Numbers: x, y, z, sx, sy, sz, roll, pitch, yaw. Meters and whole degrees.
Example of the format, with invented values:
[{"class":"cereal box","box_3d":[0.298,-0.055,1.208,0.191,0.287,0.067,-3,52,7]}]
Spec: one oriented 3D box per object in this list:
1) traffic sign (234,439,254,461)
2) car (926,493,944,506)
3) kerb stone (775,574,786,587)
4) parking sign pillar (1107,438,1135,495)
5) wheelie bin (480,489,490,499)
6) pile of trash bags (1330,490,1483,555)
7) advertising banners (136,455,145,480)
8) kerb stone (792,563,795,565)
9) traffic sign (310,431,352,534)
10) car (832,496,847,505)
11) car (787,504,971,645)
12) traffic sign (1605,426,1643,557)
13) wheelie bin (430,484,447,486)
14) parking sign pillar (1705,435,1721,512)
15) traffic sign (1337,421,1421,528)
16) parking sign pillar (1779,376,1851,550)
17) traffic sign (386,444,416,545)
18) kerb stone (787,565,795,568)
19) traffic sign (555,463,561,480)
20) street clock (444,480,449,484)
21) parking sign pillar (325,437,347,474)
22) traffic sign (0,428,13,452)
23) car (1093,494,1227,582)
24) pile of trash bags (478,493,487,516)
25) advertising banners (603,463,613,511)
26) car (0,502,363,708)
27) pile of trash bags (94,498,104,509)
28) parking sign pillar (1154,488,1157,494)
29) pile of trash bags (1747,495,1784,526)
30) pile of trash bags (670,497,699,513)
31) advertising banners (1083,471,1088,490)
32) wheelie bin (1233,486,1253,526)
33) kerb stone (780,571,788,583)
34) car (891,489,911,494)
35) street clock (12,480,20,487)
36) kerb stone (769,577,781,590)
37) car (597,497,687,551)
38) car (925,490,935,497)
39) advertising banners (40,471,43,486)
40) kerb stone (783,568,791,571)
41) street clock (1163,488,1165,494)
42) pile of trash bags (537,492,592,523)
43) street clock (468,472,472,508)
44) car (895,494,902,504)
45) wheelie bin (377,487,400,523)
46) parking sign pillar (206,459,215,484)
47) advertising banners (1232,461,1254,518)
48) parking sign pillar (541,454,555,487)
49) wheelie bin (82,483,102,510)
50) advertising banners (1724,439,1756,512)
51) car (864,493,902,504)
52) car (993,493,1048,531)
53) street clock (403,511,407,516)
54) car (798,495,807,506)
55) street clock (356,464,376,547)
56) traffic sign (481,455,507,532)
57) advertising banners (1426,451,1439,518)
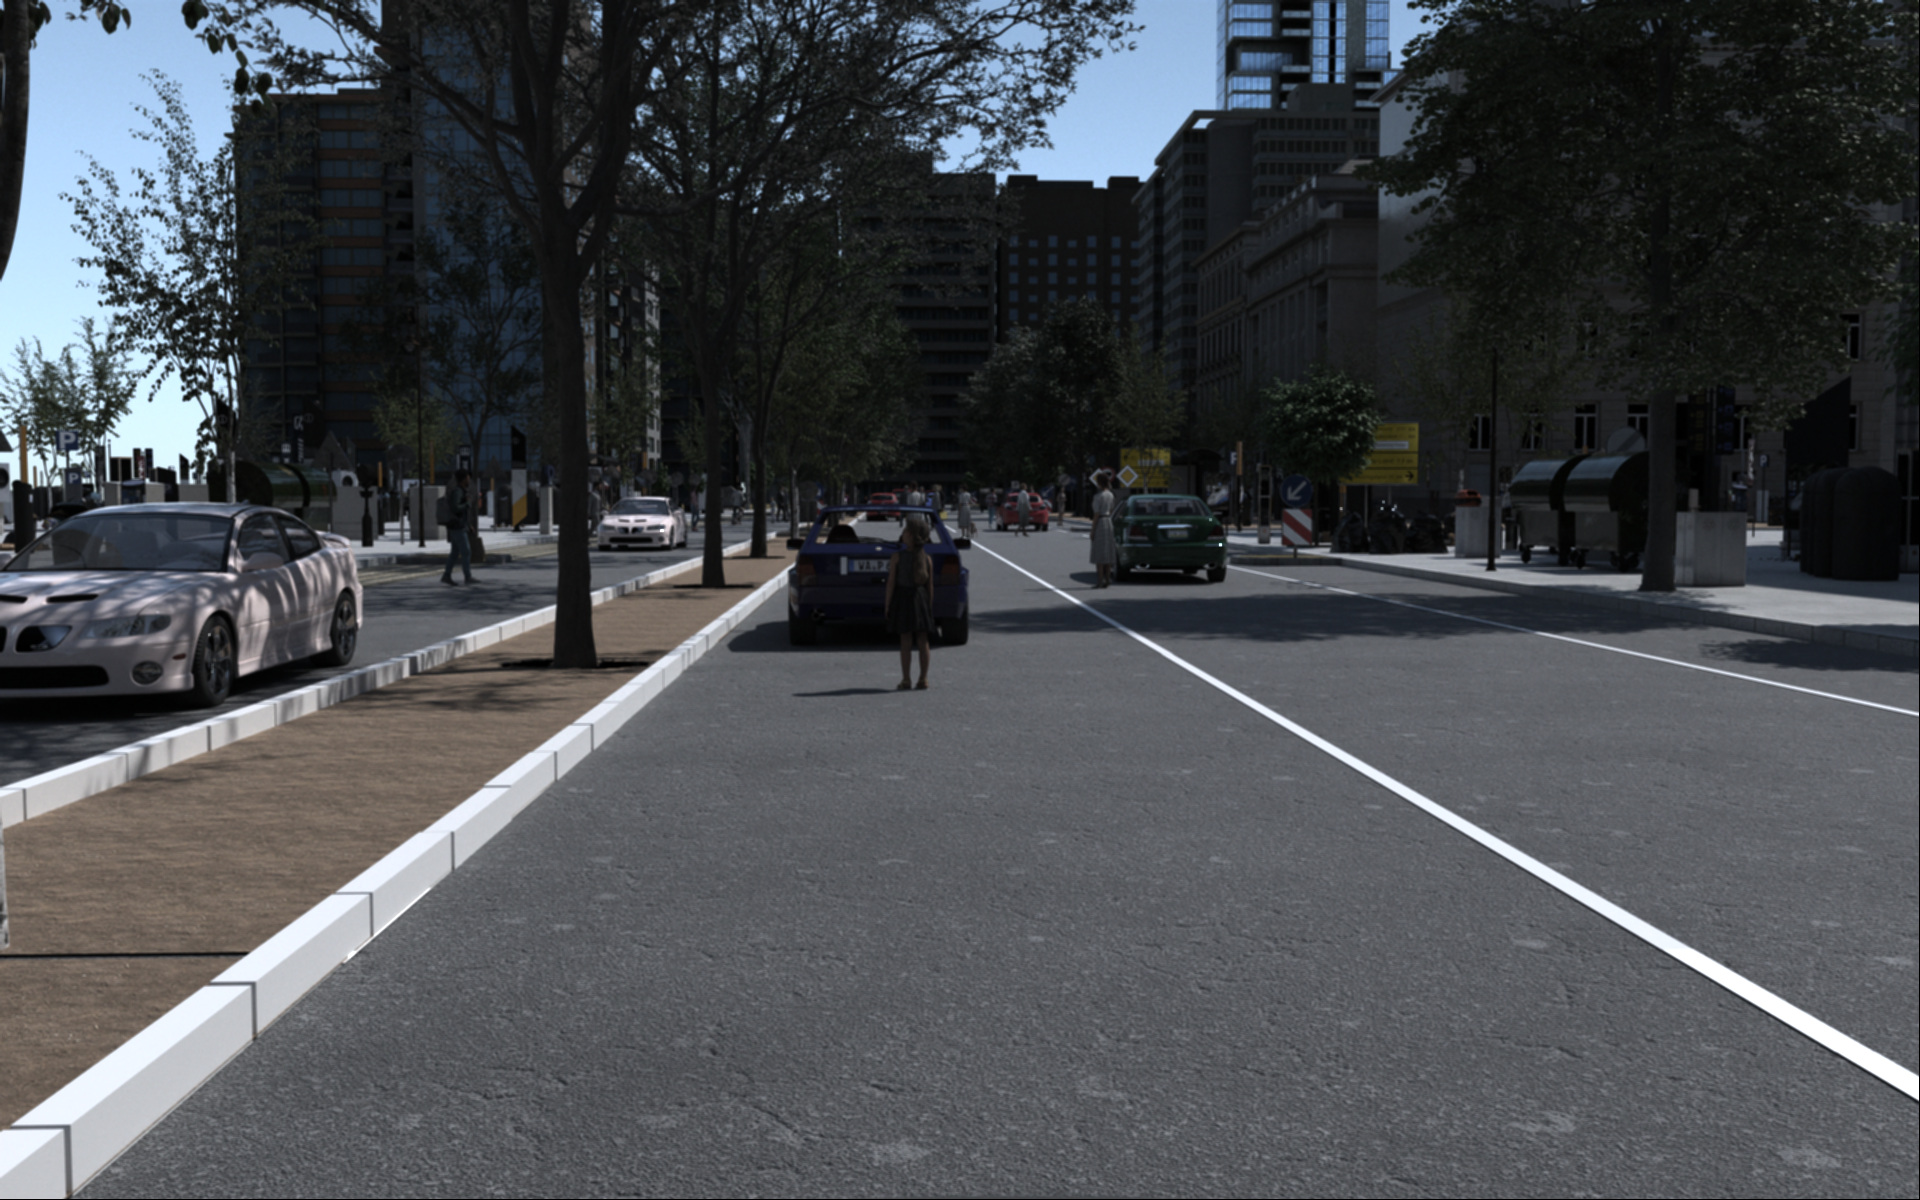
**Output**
[{"class":"traffic sign","box_3d":[-16.825,-2.481,40.560,0.884,2.594,0.081,0,4,3]},{"class":"car","box_3d":[-2.294,-8.812,153.660,1.945,1.707,3.694,0,4,-3]},{"class":"kerb stone","box_3d":[-2.797,-0.265,26.549,0.120,0.150,1.000,0,4,-2]},{"class":"parking sign pillar","box_3d":[7.814,-5.850,84.119,1.447,3.967,1.447,2,4,30]},{"class":"wheelie bin","box_3d":[-31.184,-6.472,113.728,0.980,1.594,0.693,0,4,2]},{"class":"pile of trash bags","box_3d":[9.948,-1.722,37.914,3.447,1.369,1.912,-1,4,-23]},{"class":"advertising banners","box_3d":[-37.044,-5.100,79.569,0.090,3.025,2.074,1,4,17]},{"class":"kerb stone","box_3d":[-2.977,-0.513,30.642,0.120,0.150,1.000,0,4,-2]},{"class":"traffic sign","box_3d":[-12.928,-2.176,35.582,0.884,2.594,0.081,0,4,5]},{"class":"car","box_3d":[-14.010,-11.658,202.966,2.083,1.381,4.827,0,4,-4]},{"class":"car","box_3d":[-0.835,-0.321,17.834,1.945,1.354,3.894,0,4,-3]},{"class":"traffic sign","box_3d":[12.431,-1.978,32.445,0.768,2.556,0.104,0,4,1]},{"class":"wheelie bin","box_3d":[-16.230,-2.821,54.039,0.980,1.594,0.693,1,4,12]},{"class":"parking sign pillar","box_3d":[34.605,-5.576,79.641,1.447,3.967,1.447,1,4,15]},{"class":"traffic sign","box_3d":[11.761,-3.354,48.707,2.265,3.308,0.079,0,4,6]},{"class":"parking sign pillar","box_3d":[19.686,-3.140,39.811,1.447,3.967,1.447,2,4,24]},{"class":"traffic sign","box_3d":[-14.171,-2.681,43.937,0.768,2.556,0.104,0,4,1]},{"class":"kerb stone","box_3d":[-2.933,-0.453,29.621,0.120,0.150,1.000,0,4,-2]},{"class":"traffic sign","box_3d":[-16.049,-4.286,70.179,0.768,2.556,0.104,0,4,7]},{"class":"street clock","box_3d":[-26.859,-5.264,90.644,0.358,2.002,0.471,-1,4,-19]},{"class":"parking sign pillar","box_3d":[-29.682,-5.712,81.863,1.447,3.967,1.447,0,4,5]},{"class":"traffic sign","box_3d":[-12.424,-1.343,21.958,0.884,2.594,0.081,0,4,6]},{"class":"car","box_3d":[3.397,-1.095,29.701,2.131,1.459,4.920,0,4,-1]},{"class":"pile of trash bags","box_3d":[-28.670,-5.640,101.971,1.912,1.369,3.447,-2,4,-28]},{"class":"advertising banners","box_3d":[-20.236,-6.167,97.025,0.090,3.025,2.074,1,4,21]},{"class":"car","box_3d":[-5.978,-0.044,13.080,2.083,1.381,4.827,0,4,-3]},{"class":"pile of trash bags","box_3d":[-26.922,-2.803,55.581,1.912,1.369,3.447,3,5,40]},{"class":"parking sign pillar","box_3d":[15.436,-9.180,138.566,1.447,3.967,1.447,1,4,19]},{"class":"pile of trash bags","box_3d":[33.022,-3.686,70.025,3.447,1.369,1.912,3,5,44]},{"class":"pile of trash bags","box_3d":[-18.445,-6.714,119.525,3.447,1.369,1.912,0,4,-7]},{"class":"advertising banners","box_3d":[9.545,-7.733,122.622,2.074,3.025,0.090,0,4,4]},{"class":"wheelie bin","box_3d":[11.258,-3.736,68.999,0.693,1.594,0.980,0,4,-6]},{"class":"kerb stone","box_3d":[-2.835,-0.326,27.572,0.120,0.150,1.000,0,4,-2]},{"class":"car","box_3d":[-4.501,-7.650,133.758,2.281,1.827,5.304,0,4,0]},{"class":"street clock","box_3d":[-48.386,-5.161,88.949,0.471,2.002,0.358,-3,5,-40]},{"class":"kerb stone","box_3d":[-2.764,-0.204,25.528,0.120,0.150,1.000,0,4,-2]},{"class":"car","box_3d":[-8.237,-2.009,45.208,2.083,1.381,4.827,0,4,-2]},{"class":"car","box_3d":[-2.677,-9.830,169.386,2.281,1.827,5.304,0,4,-1]},{"class":"advertising banners","box_3d":[-70.089,-8.294,131.786,0.090,3.025,2.074,-3,5,-43]},{"class":"kerb stone","box_3d":[-2.887,-0.389,28.593,0.120,0.150,1.000,0,4,-2]},{"class":"street clock","box_3d":[10.296,-5.024,86.719,0.358,2.002,0.471,1,4,16]},{"class":"pile of trash bags","box_3d":[-17.884,-4.154,77.672,3.447,1.369,1.912,0,4,4]},{"class":"street clock","box_3d":[-16.015,-3.171,56.414,0.358,2.002,0.471,2,4,35]},{"class":"car","box_3d":[-4.029,-5.686,104.758,2.131,1.459,4.920,0,4,-4]},{"class":"wheelie bin","box_3d":[-25.892,-4.349,79.014,0.693,1.594,0.980,0,4,7]},{"class":"parking sign pillar","box_3d":[-42.357,-6.758,98.965,1.447,3.967,1.447,-3,5,-44]},{"class":"advertising banners","box_3d":[14.507,-5.813,91.232,2.074,3.025,0.090,-1,4,-13]},{"class":"parking sign pillar","box_3d":[-27.708,-7.835,116.567,1.447,3.967,1.447,1,4,9]},{"class":"wheelie bin","box_3d":[-25.876,-2.644,51.131,0.980,1.594,0.693,-2,4,-26]},{"class":"advertising banners","box_3d":[24.515,-3.562,54.427,2.074,3.025,0.090,-3,5,-42]},{"class":"car","box_3d":[-4.056,-5.090,92.265,2.155,1.783,4.494,0,4,-1]},{"class":"car","box_3d":[2.406,-3.597,67.859,2.155,1.783,4.494,0,4,-3]},{"class":"street clock","box_3d":[-32.475,-5.911,101.209,0.358,2.002,0.471,-3,5,-41]},{"class":"car","box_3d":[-16.413,-10.144,178.434,1.945,1.354,3.894,0,4,-3]},{"class":"street clock","box_3d":[-14.414,-2.294,42.081,0.471,2.002,0.358,2,4,34]},{"class":"traffic sign","box_3d":[-15.551,-3.537,57.835,0.884,2.594,0.081,0,4,2]},{"class":"advertising banners","box_3d":[19.071,-4.512,69.958,0.090,3.025,2.074,0,4,2]}]
